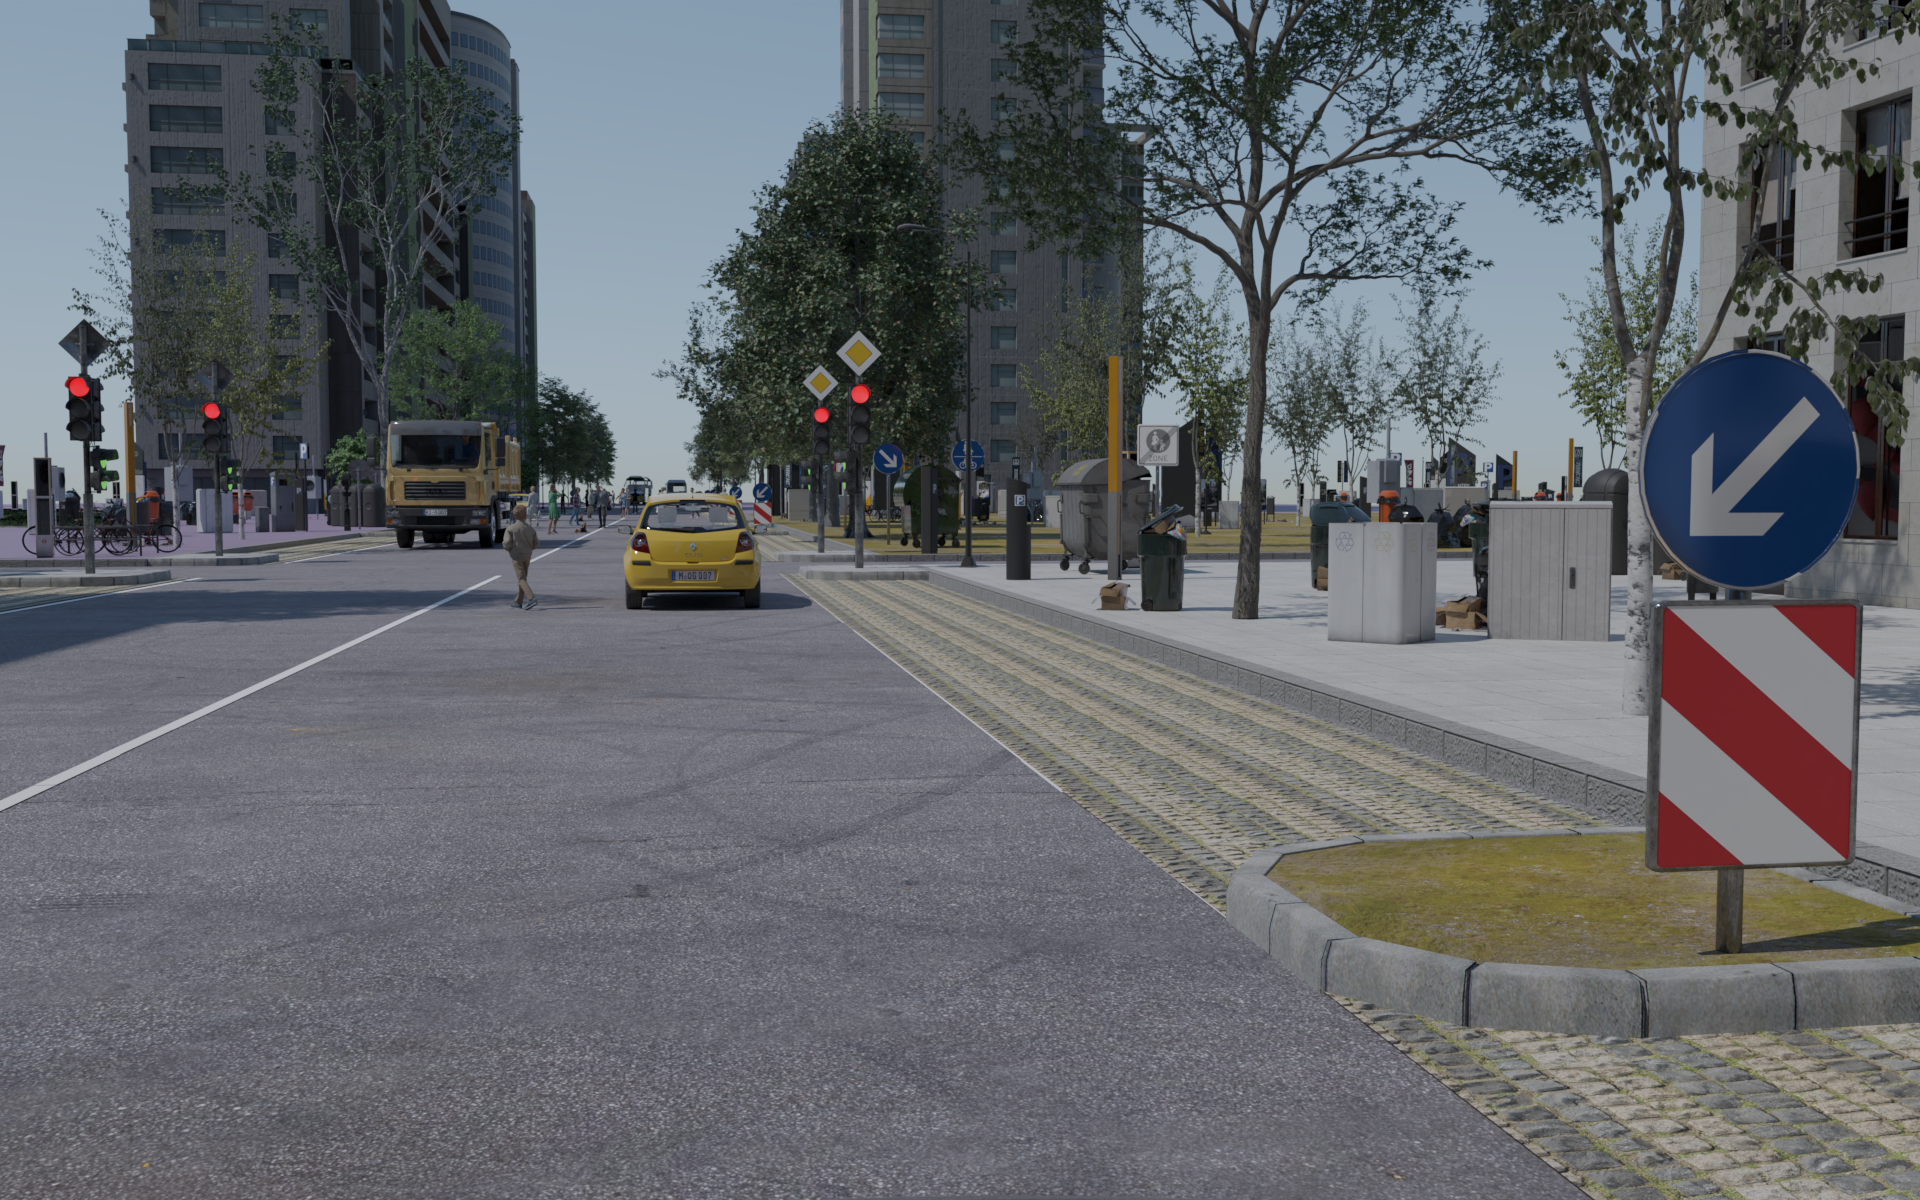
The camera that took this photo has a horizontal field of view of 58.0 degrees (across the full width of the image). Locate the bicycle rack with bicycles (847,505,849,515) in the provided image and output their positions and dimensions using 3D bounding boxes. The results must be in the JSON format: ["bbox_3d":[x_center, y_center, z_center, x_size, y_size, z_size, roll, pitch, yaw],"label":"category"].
[{"bbox_3d":[-5.535,-5.433,102.216,2.925,0.926,2.852,-1,4,-16],"label":"bicycle rack with bicycles"}]

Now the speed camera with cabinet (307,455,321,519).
[{"bbox_3d":[-33.417,-5.708,87.662,2.038,3.252,0.660,1,4,10],"label":"speed camera with cabinet"}]

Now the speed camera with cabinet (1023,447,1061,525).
[{"bbox_3d":[3.624,-4.800,72.821,2.038,3.252,0.660,-2,4,-32],"label":"speed camera with cabinet"}]

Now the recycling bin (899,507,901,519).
[{"bbox_3d":[-2.926,-4.808,91.160,0.722,1.027,0.722,0,4,-3],"label":"recycling bin"}]

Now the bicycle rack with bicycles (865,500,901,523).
[{"bbox_3d":[-2.681,-3.948,77.925,2.925,0.926,2.852,-1,4,-21],"label":"bicycle rack with bicycles"}]

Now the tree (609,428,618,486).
[{"bbox_3d":[-54.189,-20.770,257.709,7.486,12.596,7.792,0,3,0],"label":"tree"}]

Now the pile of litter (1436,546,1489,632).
[{"bbox_3d":[4.969,-0.176,16.850,1.176,0.858,1.719,2,4,26],"label":"pile of litter"}]

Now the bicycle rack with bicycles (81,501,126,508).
[{"bbox_3d":[-43.258,-4.593,88.481,2.925,0.926,2.852,1,4,12],"label":"bicycle rack with bicycles"}]

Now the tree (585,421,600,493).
[{"bbox_3d":[-31.923,-11.891,120.167,9.928,11.665,9.643,0,3,0],"label":"tree"}]

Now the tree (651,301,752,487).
[{"bbox_3d":[-23.856,-19.315,171.681,12.611,20.169,13.585,0,3,0],"label":"tree"}]

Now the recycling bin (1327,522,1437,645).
[{"bbox_3d":[3.701,-0.160,15.175,0.722,1.027,0.722,3,5,39],"label":"recycling bin"}]

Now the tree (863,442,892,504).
[{"bbox_3d":[-5.127,-8.886,95.644,4.360,8.622,3.978,0,3,0],"label":"tree"}]

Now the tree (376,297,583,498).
[{"bbox_3d":[-26.801,-10.090,90.722,9.928,11.665,9.643,0,3,0],"label":"tree"}]

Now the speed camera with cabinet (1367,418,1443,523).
[{"bbox_3d":[11.655,-3.118,45.316,2.038,3.252,0.660,-1,4,-22],"label":"speed camera with cabinet"}]

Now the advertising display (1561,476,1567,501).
[{"bbox_3d":[21.393,-3.433,61.350,0.123,1.923,0.974,2,4,24],"label":"advertising display"}]

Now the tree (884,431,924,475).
[{"bbox_3d":[-3.546,-9.864,111.642,4.737,8.622,4.395,0,3,0],"label":"tree"}]

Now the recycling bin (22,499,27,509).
[{"bbox_3d":[-51.849,-5.137,96.549,0.722,1.027,0.722,-2,4,-26],"label":"recycling bin"}]

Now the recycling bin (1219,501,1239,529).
[{"bbox_3d":[9.905,-3.133,63.780,0.722,1.027,0.722,0,4,7],"label":"recycling bin"}]

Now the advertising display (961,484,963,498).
[{"bbox_3d":[0.331,-6.263,107.619,0.123,1.923,0.974,-2,4,-34],"label":"advertising display"}]

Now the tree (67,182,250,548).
[{"bbox_3d":[-18.734,-5.546,41.043,4.360,8.622,3.978,0,3,0],"label":"tree"}]

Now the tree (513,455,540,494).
[{"bbox_3d":[-35.899,-9.662,141.688,4.285,4.588,4.351,0,3,0],"label":"tree"}]

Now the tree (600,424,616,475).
[{"bbox_3d":[-50.510,-18.975,235.993,9.928,11.665,9.643,0,3,0],"label":"tree"}]

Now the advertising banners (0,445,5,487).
[{"bbox_3d":[-34.246,-3.941,60.628,0.090,3.025,2.074,1,4,20],"label":"advertising banners"}]

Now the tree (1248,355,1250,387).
[{"bbox_3d":[13.507,-7.284,69.463,4.360,8.622,3.978,0,3,0],"label":"tree"}]

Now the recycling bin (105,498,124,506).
[{"bbox_3d":[-49.177,-5.395,100.766,0.722,1.027,0.722,0,4,7],"label":"recycling bin"}]

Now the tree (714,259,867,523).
[{"bbox_3d":[-6.957,-9.749,77.525,7.486,12.596,7.792,0,3,0],"label":"tree"}]

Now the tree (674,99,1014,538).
[{"bbox_3d":[-3.073,-8.177,50.697,9.611,12.733,9.660,0,3,0],"label":"tree"}]

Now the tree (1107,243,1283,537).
[{"bbox_3d":[7.366,-6.195,51.657,4.737,8.622,4.395,0,3,0],"label":"tree"}]

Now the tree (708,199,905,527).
[{"bbox_3d":[-4.999,-9.825,67.294,9.857,13.997,8.962,0,3,0],"label":"tree"}]

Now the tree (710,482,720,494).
[{"bbox_3d":[-34.248,-15.296,244.687,1.663,3.219,1.824,0,3,0],"label":"tree"}]

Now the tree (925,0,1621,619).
[{"bbox_3d":[3.277,-5.085,17.559,7.601,10.594,8.767,-1,4,-13],"label":"tree"}]

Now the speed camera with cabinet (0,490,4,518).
[{"bbox_3d":[-44.307,-5.135,78.295,0.660,3.252,2.038,1,4,15],"label":"speed camera with cabinet"}]

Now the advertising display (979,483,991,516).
[{"bbox_3d":[1.463,-5.985,103.061,0.123,1.923,0.974,-3,4,-38],"label":"advertising display"}]

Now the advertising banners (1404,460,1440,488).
[{"bbox_3d":[23.531,-5.615,87.999,2.074,3.025,0.090,0,4,-7],"label":"advertising banners"}]

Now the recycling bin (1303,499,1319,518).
[{"bbox_3d":[19.106,-4.986,94.080,0.722,1.027,0.722,-1,4,-19],"label":"recycling bin"}]

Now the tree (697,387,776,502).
[{"bbox_3d":[-13.811,-11.239,118.168,8.767,10.594,7.601,0,4,-4],"label":"tree"}]

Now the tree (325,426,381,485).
[{"bbox_3d":[-28.914,-6.119,83.765,4.285,4.588,4.351,0,3,0],"label":"tree"}]

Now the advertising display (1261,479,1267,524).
[{"bbox_3d":[12.723,-4.200,73.885,0.974,1.923,0.123,-3,5,-42],"label":"advertising display"}]

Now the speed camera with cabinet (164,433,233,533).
[{"bbox_3d":[-24.970,-3.821,56.809,0.660,3.252,2.038,3,4,37],"label":"speed camera with cabinet"}]

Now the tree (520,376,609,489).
[{"bbox_3d":[-38.965,-15.250,167.460,7.486,12.596,7.792,0,3,0],"label":"tree"}]

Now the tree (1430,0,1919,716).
[{"bbox_3d":[3.897,-3.623,9.592,4.360,8.622,3.978,0,3,0],"label":"tree"}]

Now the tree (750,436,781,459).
[{"bbox_3d":[-11.572,-9.722,109.313,4.737,8.622,4.395,0,3,0],"label":"tree"}]

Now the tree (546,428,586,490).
[{"bbox_3d":[-40.404,-13.844,176.716,4.360,8.622,3.978,0,3,0],"label":"tree"}]

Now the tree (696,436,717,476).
[{"bbox_3d":[-35.847,-20.247,256.789,9.928,11.665,9.643,0,3,0],"label":"tree"}]

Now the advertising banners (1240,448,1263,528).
[{"bbox_3d":[10.918,-4.194,64.764,0.090,3.025,2.074,2,4,32],"label":"advertising banners"}]

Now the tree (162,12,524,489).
[{"bbox_3d":[-24.712,-13.102,70.112,12.611,20.169,13.585,0,3,0],"label":"tree"}]

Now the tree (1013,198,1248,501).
[{"bbox_3d":[3.990,-5.583,41.653,4.360,8.622,3.978,0,3,0],"label":"tree"}]

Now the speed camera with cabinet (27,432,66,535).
[{"bbox_3d":[-29.037,-3.713,55.050,0.660,3.252,2.038,-1,4,-11],"label":"speed camera with cabinet"}]

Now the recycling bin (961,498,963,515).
[{"bbox_3d":[0.509,-5.628,104.580,0.722,1.027,0.722,-3,4,-37],"label":"recycling bin"}]

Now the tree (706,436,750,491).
[{"bbox_3d":[-20.117,-12.505,154.813,4.360,8.622,3.978,0,3,0],"label":"tree"}]

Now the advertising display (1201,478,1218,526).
[{"bbox_3d":[9.826,-3.883,68.705,0.974,1.923,0.123,-2,4,-34],"label":"advertising display"}]

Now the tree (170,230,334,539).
[{"bbox_3d":[-20.103,-6.007,48.570,4.737,8.622,4.395,0,3,0],"label":"tree"}]

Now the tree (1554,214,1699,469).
[{"bbox_3d":[18.280,-5.816,45.453,4.737,8.622,4.395,0,3,0],"label":"tree"}]

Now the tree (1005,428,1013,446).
[{"bbox_3d":[5.062,-9.857,111.520,4.360,8.622,3.978,0,3,0],"label":"tree"}]

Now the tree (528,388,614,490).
[{"bbox_3d":[-46.232,-18.336,206.444,9.857,13.997,8.962,0,3,0],"label":"tree"}]

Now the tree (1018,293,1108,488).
[{"bbox_3d":[4.482,-6.862,62.561,4.737,8.622,4.395,0,3,0],"label":"tree"}]

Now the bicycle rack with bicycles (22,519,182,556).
[{"bbox_3d":[-18.196,-1.415,36.516,2.925,0.926,2.852,-1,4,-13],"label":"bicycle rack with bicycles"}]
